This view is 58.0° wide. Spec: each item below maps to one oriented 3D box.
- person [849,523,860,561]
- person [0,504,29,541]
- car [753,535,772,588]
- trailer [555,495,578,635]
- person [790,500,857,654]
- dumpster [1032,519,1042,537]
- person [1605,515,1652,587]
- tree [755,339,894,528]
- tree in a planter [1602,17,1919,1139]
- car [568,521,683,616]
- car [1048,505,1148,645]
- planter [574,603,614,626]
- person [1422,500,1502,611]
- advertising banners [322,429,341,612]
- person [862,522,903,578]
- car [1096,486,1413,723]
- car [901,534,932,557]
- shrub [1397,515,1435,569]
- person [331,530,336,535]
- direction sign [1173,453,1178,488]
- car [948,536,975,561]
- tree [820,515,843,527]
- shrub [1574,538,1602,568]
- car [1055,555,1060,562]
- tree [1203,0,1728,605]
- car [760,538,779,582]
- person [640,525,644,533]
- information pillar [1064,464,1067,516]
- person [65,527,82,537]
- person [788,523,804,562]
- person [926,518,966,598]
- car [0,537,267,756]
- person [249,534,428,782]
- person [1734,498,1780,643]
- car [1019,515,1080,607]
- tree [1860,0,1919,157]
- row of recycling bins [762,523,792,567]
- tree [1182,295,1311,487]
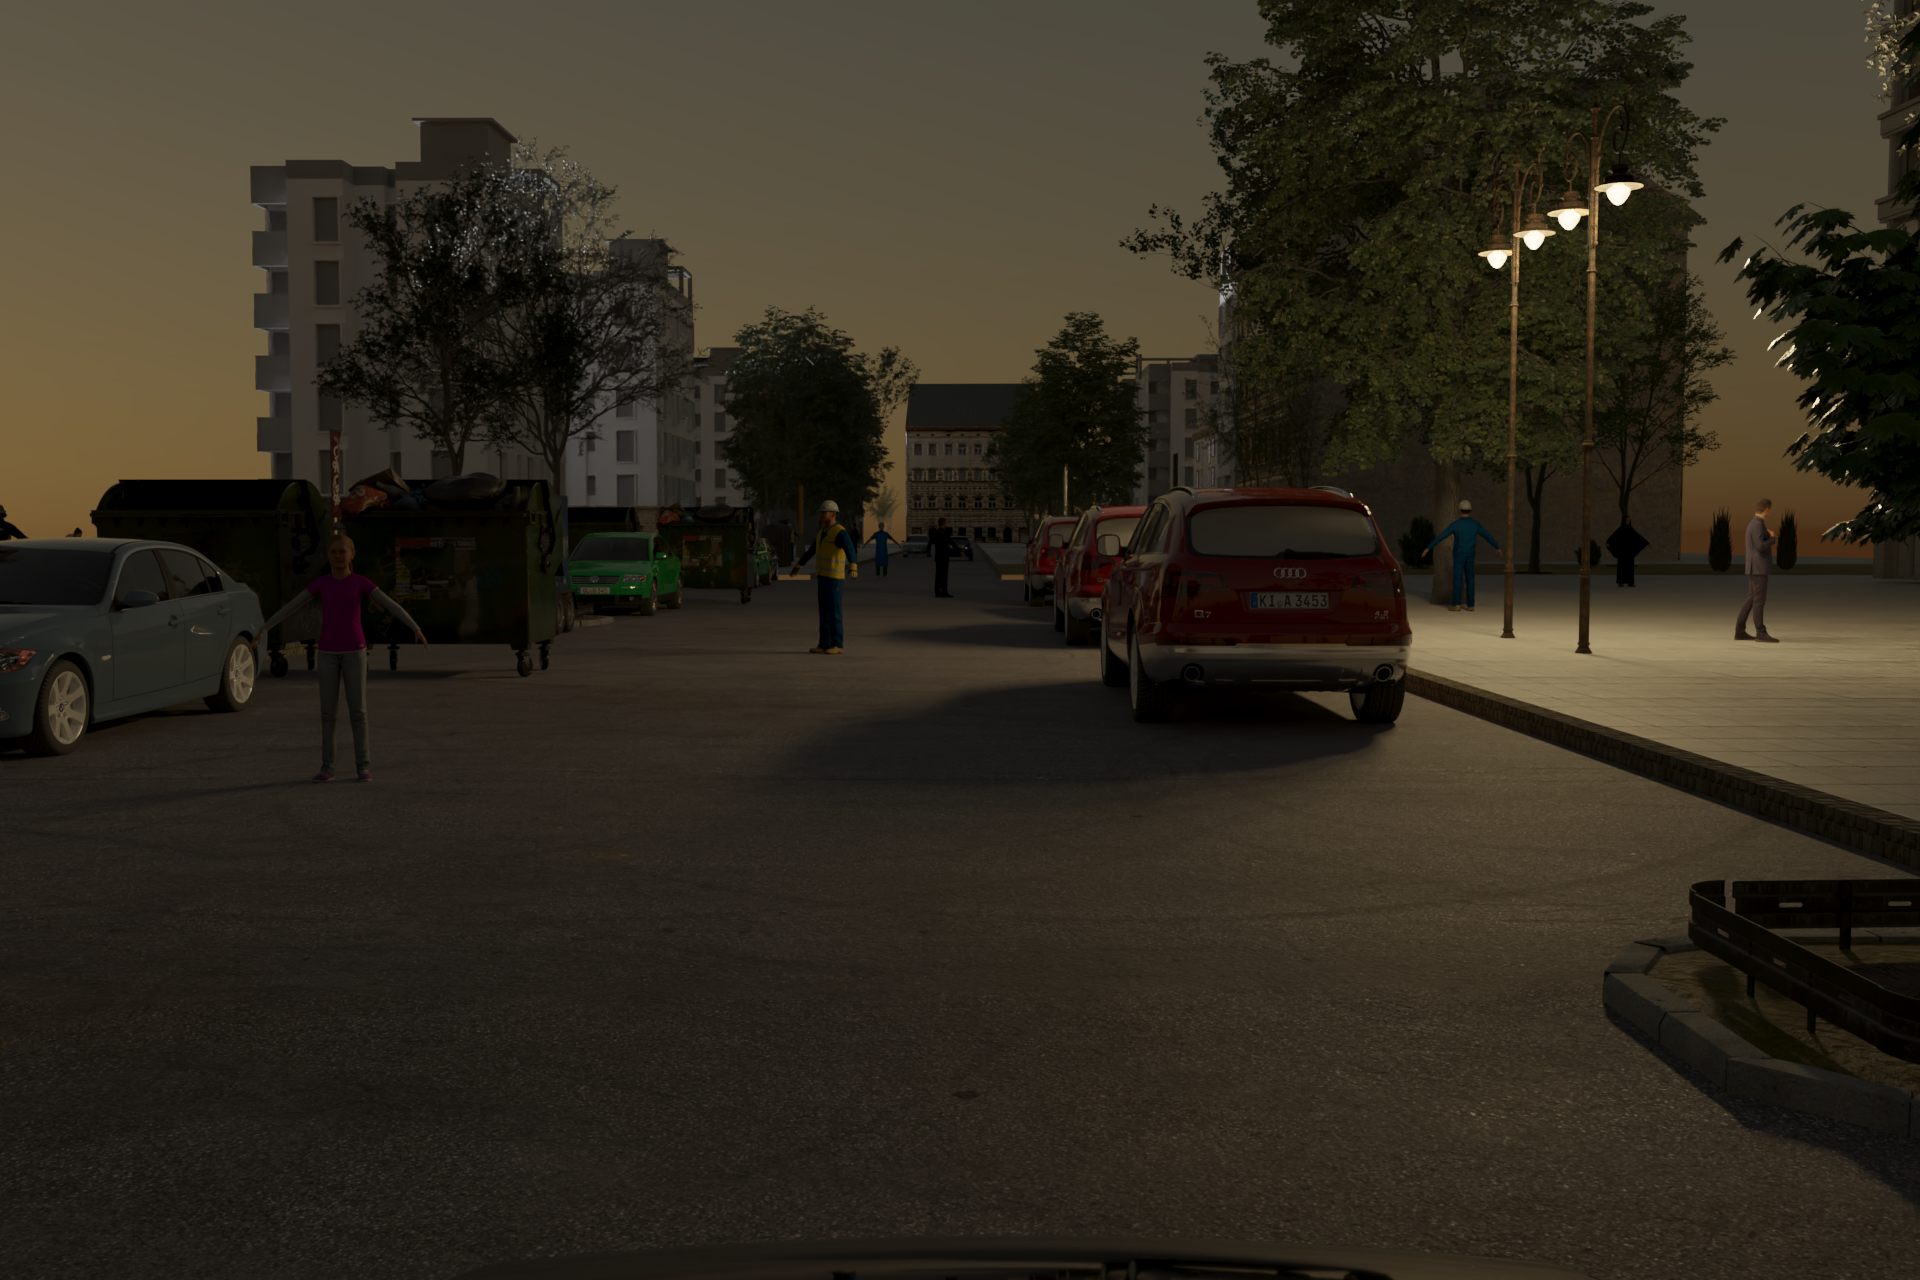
[{"bbox_3d":[-5.025,-4.628,81.810,0.704,1.812,1.346,2,4,26],"label":"person"},{"bbox_3d":[-18.276,-1.658,32.983,1.351,1.845,0.704,-1,4,-21],"label":"person"},{"bbox_3d":[-6.200,-2.345,47.131,1.959,1.807,4.718,0,4,1],"label":"car"},{"bbox_3d":[-6.365,-1.043,24.103,1.471,1.999,3.904,0,3,0],"label":"trailer"},{"bbox_3d":[-1.586,-0.754,20.757,0.705,1.833,1.349,-3,4,-38],"label":"person"},{"bbox_3d":[2.915,-2.460,48.441,1.865,1.857,1.264,0,3,0],"label":"dumpster"},{"bbox_3d":[16.202,-2.155,42.020,1.214,1.737,0.721,-1,4,-9],"label":"person"},{"bbox_3d":[-8.614,-12.550,111.845,9.857,13.997,8.962,0,3,0],"label":"tree"},{"bbox_3d":[2.961,-0.465,4.825,1.991,3.239,1.994,0,4,0],"label":"tree in a planter"},{"bbox_3d":[-6.220,-1.401,31.697,1.959,1.807,4.718,0,3,0],"label":"car"},{"bbox_3d":[2.378,-0.928,23.842,2.281,1.827,5.304,0,4,1],"label":"car"},{"bbox_3d":[-6.630,-0.401,27.697,1.991,0.319,1.994,0,4,0],"label":"planter"},{"bbox_3d":[8.374,-1.402,28.799,1.347,1.842,0.705,0,4,-3],"label":"person"},{"bbox_3d":[-10.464,-1.969,28.376,0.090,3.025,2.074,0,4,0],"label":"advertising banners"},{"bbox_3d":[-2.547,-2.923,56.373,1.347,1.817,0.704,-1,4,-12],"label":"person"},{"bbox_3d":[2.336,-0.368,14.695,2.281,1.827,5.304,0,4,1],"label":"car"},{"bbox_3d":[-2.646,-5.880,108.143,2.014,1.417,4.499,0,3,0],"label":"car"},{"bbox_3d":[16.970,-3.637,63.885,1.690,2.028,1.600,0,3,0],"label":"shrub"},{"bbox_3d":[-22.587,-3.383,61.504,1.347,1.806,0.705,-2,4,-28],"label":"person"},{"bbox_3d":[6.074,-3.480,48.898,0.379,3.537,0.876,0,3,0],"label":"direction sign"},{"bbox_3d":[-0.140,-4.952,93.541,1.945,1.354,3.894,0,3,0],"label":"car"},{"bbox_3d":[-9.337,-11.353,135.984,4.360,8.622,3.978,0,3,0],"label":"tree"},{"bbox_3d":[23.937,-3.355,65.964,1.383,1.207,1.383,0,3,0],"label":"shrub"},{"bbox_3d":[2.718,-1.089,29.605,2.131,1.459,4.920,0,4,0],"label":"car"},{"bbox_3d":[8.947,-7.620,31.242,9.857,13.997,8.962,0,3,0],"label":"tree"},{"bbox_3d":[-6.509,-2.438,52.448,1.945,1.354,3.894,0,3,0],"label":"car"},{"bbox_3d":[-15.541,-4.716,83.912,0.721,1.733,1.217,0,4,-3],"label":"person"},{"bbox_3d":[3.563,-4.110,58.546,0.183,3.616,0.504,0,4,-1],"label":"information pillar"},{"bbox_3d":[-21.002,-1.935,40.874,0.799,1.438,0.628,-1,4,-9],"label":"person"},{"bbox_3d":[-7.772,-4.467,79.492,1.216,1.772,0.721,-1,4,-23],"label":"person"},{"bbox_3d":[-0.382,-1.863,39.149,0.704,1.802,1.346,-3,5,-40],"label":"person"},{"bbox_3d":[-6.648,-0.043,12.704,2.014,1.417,4.499,0,3,0],"label":"car"},{"bbox_3d":[-3.581,0.105,10.008,0.991,1.433,0.599,-1,4,-9],"label":"person"},{"bbox_3d":[9.520,-0.837,20.644,0.530,1.710,0.541,2,4,31],"label":"person"},{"bbox_3d":[2.376,-1.649,35.640,2.281,1.827,5.304,0,4,0],"label":"car"},{"bbox_3d":[9.233,-6.180,11.409,12.009,13.543,11.850,0,3,0],"label":"tree"},{"bbox_3d":[-7.209,-3.758,68.549,1.069,1.692,3.534,0,4,0],"label":"row of recycling bins"},{"bbox_3d":[9.029,-6.298,53.337,4.360,8.622,3.978,0,3,0],"label":"tree"}]
